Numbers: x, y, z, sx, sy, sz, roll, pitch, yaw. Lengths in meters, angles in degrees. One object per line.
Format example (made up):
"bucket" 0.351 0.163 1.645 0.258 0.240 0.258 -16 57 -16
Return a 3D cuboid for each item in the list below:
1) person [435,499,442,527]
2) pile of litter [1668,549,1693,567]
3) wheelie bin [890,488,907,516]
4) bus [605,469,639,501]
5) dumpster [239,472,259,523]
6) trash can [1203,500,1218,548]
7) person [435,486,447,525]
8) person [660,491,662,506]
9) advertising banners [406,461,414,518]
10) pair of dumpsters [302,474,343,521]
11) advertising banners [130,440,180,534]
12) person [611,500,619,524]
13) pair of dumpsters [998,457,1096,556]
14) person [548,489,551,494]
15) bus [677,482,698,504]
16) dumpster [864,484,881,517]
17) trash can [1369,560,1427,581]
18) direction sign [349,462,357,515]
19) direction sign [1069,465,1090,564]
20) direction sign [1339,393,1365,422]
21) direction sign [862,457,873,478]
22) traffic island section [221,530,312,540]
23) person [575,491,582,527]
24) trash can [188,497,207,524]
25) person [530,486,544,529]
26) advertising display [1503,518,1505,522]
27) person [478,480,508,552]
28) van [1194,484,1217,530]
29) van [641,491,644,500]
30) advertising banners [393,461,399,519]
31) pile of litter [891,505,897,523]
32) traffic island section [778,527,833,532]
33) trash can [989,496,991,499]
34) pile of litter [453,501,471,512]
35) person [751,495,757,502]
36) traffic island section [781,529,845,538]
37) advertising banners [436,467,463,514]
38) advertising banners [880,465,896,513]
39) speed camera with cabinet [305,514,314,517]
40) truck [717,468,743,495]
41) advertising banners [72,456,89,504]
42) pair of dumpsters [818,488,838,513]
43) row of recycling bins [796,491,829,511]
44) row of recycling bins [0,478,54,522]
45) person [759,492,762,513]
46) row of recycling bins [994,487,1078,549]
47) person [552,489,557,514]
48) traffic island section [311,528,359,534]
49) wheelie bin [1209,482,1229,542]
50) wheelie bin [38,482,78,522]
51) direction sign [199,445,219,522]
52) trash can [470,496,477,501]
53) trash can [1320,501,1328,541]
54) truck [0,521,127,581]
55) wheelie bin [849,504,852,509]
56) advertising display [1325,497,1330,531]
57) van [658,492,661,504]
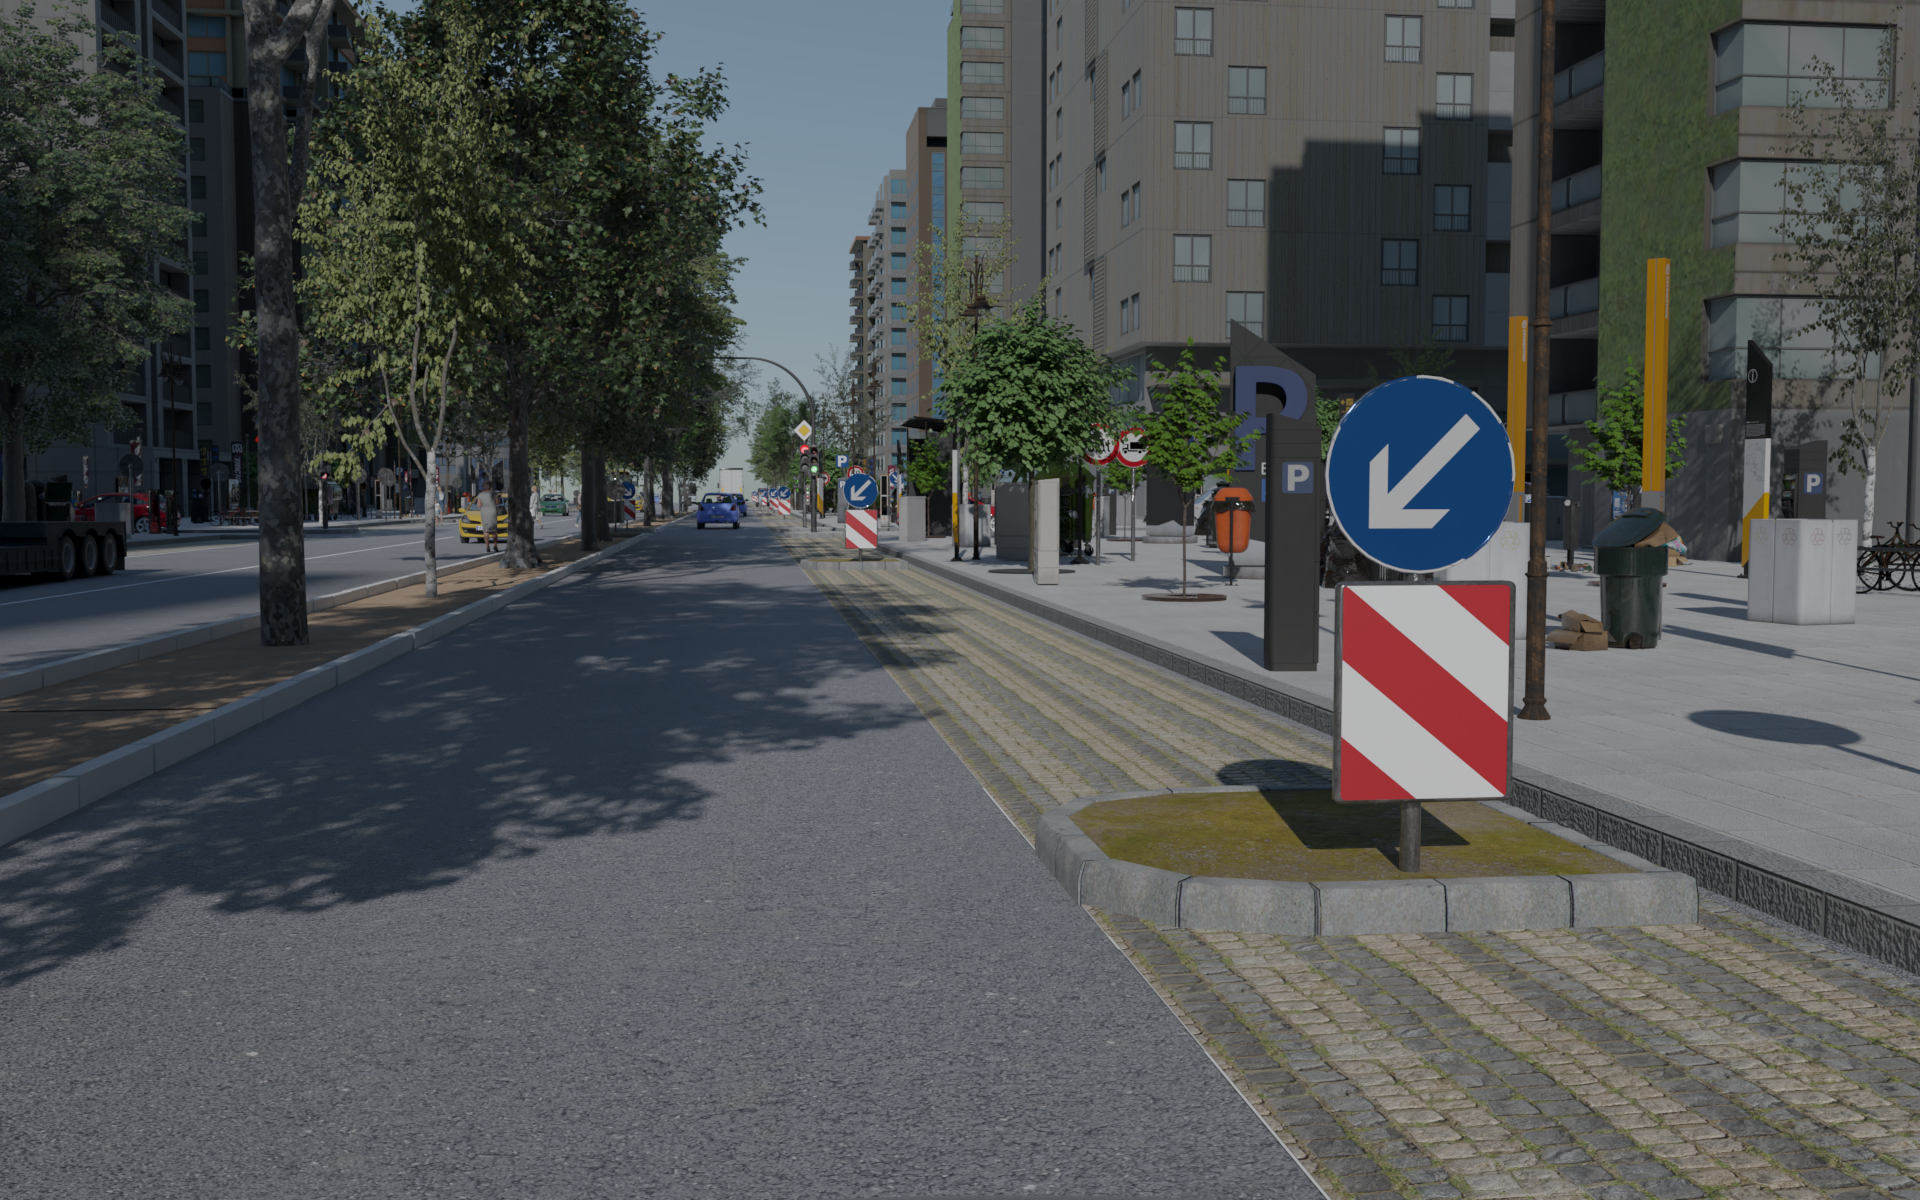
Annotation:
"person" -23.046 -3.844 76.358 0.505 1.210 0.382 1 4 12
"pile of litter" 12.498 -1.044 31.040 1.719 0.858 1.176 -1 4 -22
"wheelie bin" -3.198 -5.096 91.225 0.693 1.594 0.980 3 5 43
"bus" -33.481 -10.993 171.277 2.896 3.916 12.252 0 4 -7
"dumpster" -31.574 -4.556 76.978 1.502 2.255 1.985 0 4 -7
"trash can" 6.146 -1.801 41.103 0.748 1.137 0.748 0 3 0
"person" -23.877 -4.344 79.551 0.581 1.822 0.654 -1 4 -17
"person" -36.095 -12.315 209.944 0.705 1.812 1.348 1 4 8
"advertising banners" -29.453 -5.921 93.003 0.090 3.025 2.074 -1 4 -14
"pair of dumpsters" -30.962 -4.941 83.275 1.574 2.255 4.437 0 4 -7
"advertising banners" -25.930 -3.642 55.732 2.074 3.025 0.090 2 4 24
"person" -16.205 -4.419 81.430 0.731 1.740 0.598 2 4 24
"pair of dumpsters" 1.880 -2.153 37.703 1.574 2.255 4.437 0 4 -7
"person" -30.752 -7.372 129.306 0.573 1.790 0.520 -2 4 -31
"bus" -40.063 -15.877 254.455 2.948 3.499 13.247 -1 4 -9
"dumpster" -5.040 -5.670 95.202 1.502 2.255 1.985 0 4 -7
"trash can" 4.736 -0.432 18.723 0.748 1.137 0.748 0 3 0
"direction sign" -37.992 -7.120 108.402 0.876 3.537 0.379 2 4 32
"direction sign" 2.206 -2.433 31.783 0.379 3.537 0.876 3 5 40
"direction sign" 8.953 -2.873 38.965 0.876 3.537 0.379 2 4 25
"direction sign" -5.680 -7.020 106.774 0.876 3.537 0.379 1 4 20
"traffic island section" -22.323 -2.045 55.724 2.009 0.180 2.903 0 4 -7
"person" -16.499 -4.067 75.592 0.643 1.750 0.593 3 5 42
"trash can" -33.174 -3.899 75.399 0.748 1.137 0.748 0 3 0
"person" -17.251 -3.759 70.315 0.624 1.780 0.694 2 4 25
"advertising display" 10.948 -1.789 34.460 0.123 1.923 0.974 0 4 8
"person" -11.498 -2.067 42.656 0.716 1.782 0.532 0 4 -8
"van" 9.543 -3.465 63.670 4.112 2.044 2.013 0 4 -6
"van" -41.867 -13.736 231.592 2.013 2.044 4.112 -1 4 -8
"advertising banners" -29.480 -5.755 90.288 0.090 3.025 2.074 -1 4 -16
"pile of litter" -2.449 -3.874 77.298 1.176 0.858 1.719 3 4 36
"traffic island section" -5.883 -2.665 65.859 2.009 0.180 2.903 0 4 -7
"trash can" 2.317 -6.351 115.489 0.748 1.137 0.748 0 3 0
"pile of litter" -35.981 -6.763 124.540 1.719 0.858 1.176 0 4 -2
"person" -34.172 -17.082 287.744 1.348 1.831 0.705 2 4 31
"traffic island section" -4.872 -2.181 57.938 2.009 0.180 2.903 0 4 -7
"advertising banners" -32.850 -7.018 110.930 2.074 3.025 0.090 -3 5 -43
"advertising banners" -4.859 -6.622 104.455 2.074 3.025 0.090 -1 4 -12
"speed camera with cabinet" -37.004 -6.369 98.469 0.660 3.252 2.038 -1 4 -14
"truck" -25.254 -12.348 190.795 2.839 4.237 11.283 -1 4 -9
"advertising banners" -40.710 -5.126 79.990 2.074 3.025 0.090 3 4 38
"pair of dumpsters" -8.904 -7.020 117.270 1.574 2.255 4.437 0 4 -7
"row of recycling bins" -11.547 -7.846 135.389 3.534 1.692 1.069 3 5 43
"row of recycling bins" -25.288 -2.430 46.840 1.069 1.692 3.534 0 4 -4
"person" -14.580 -7.101 126.412 0.330 1.601 0.589 0 4 2
"row of recycling bins" 1.817 -2.149 42.244 1.069 1.692 3.534 -2 4 -24
"person" -29.609 -7.229 126.925 0.641 1.798 0.478 -1 4 -16
"traffic island section" -23.334 -2.530 63.646 2.009 0.180 2.903 0 4 -7
"wheelie bin" 7.126 -2.359 46.482 0.693 1.594 0.980 -3 4 -36
"wheelie bin" -24.035 -2.343 46.213 0.980 1.594 0.693 -1 4 -15
"direction sign" -34.729 -5.394 80.196 0.876 3.537 0.379 0 4 -2
"trash can" -38.295 -7.642 136.606 0.748 1.137 0.748 0 3 0
"trash can" 7.824 -1.646 38.561 0.748 1.137 0.748 0 3 0
"truck" -14.791 -1.955 21.715 2.967 4.110 18.799 -1 4 -9
"wheelie bin" -8.062 -7.238 126.249 0.980 1.594 0.693 -1 4 -17
"advertising display" 8.953 -2.309 42.968 0.974 1.923 0.123 0 4 -7
"van" -42.698 -14.899 250.617 2.013 2.044 4.112 0 4 -8
